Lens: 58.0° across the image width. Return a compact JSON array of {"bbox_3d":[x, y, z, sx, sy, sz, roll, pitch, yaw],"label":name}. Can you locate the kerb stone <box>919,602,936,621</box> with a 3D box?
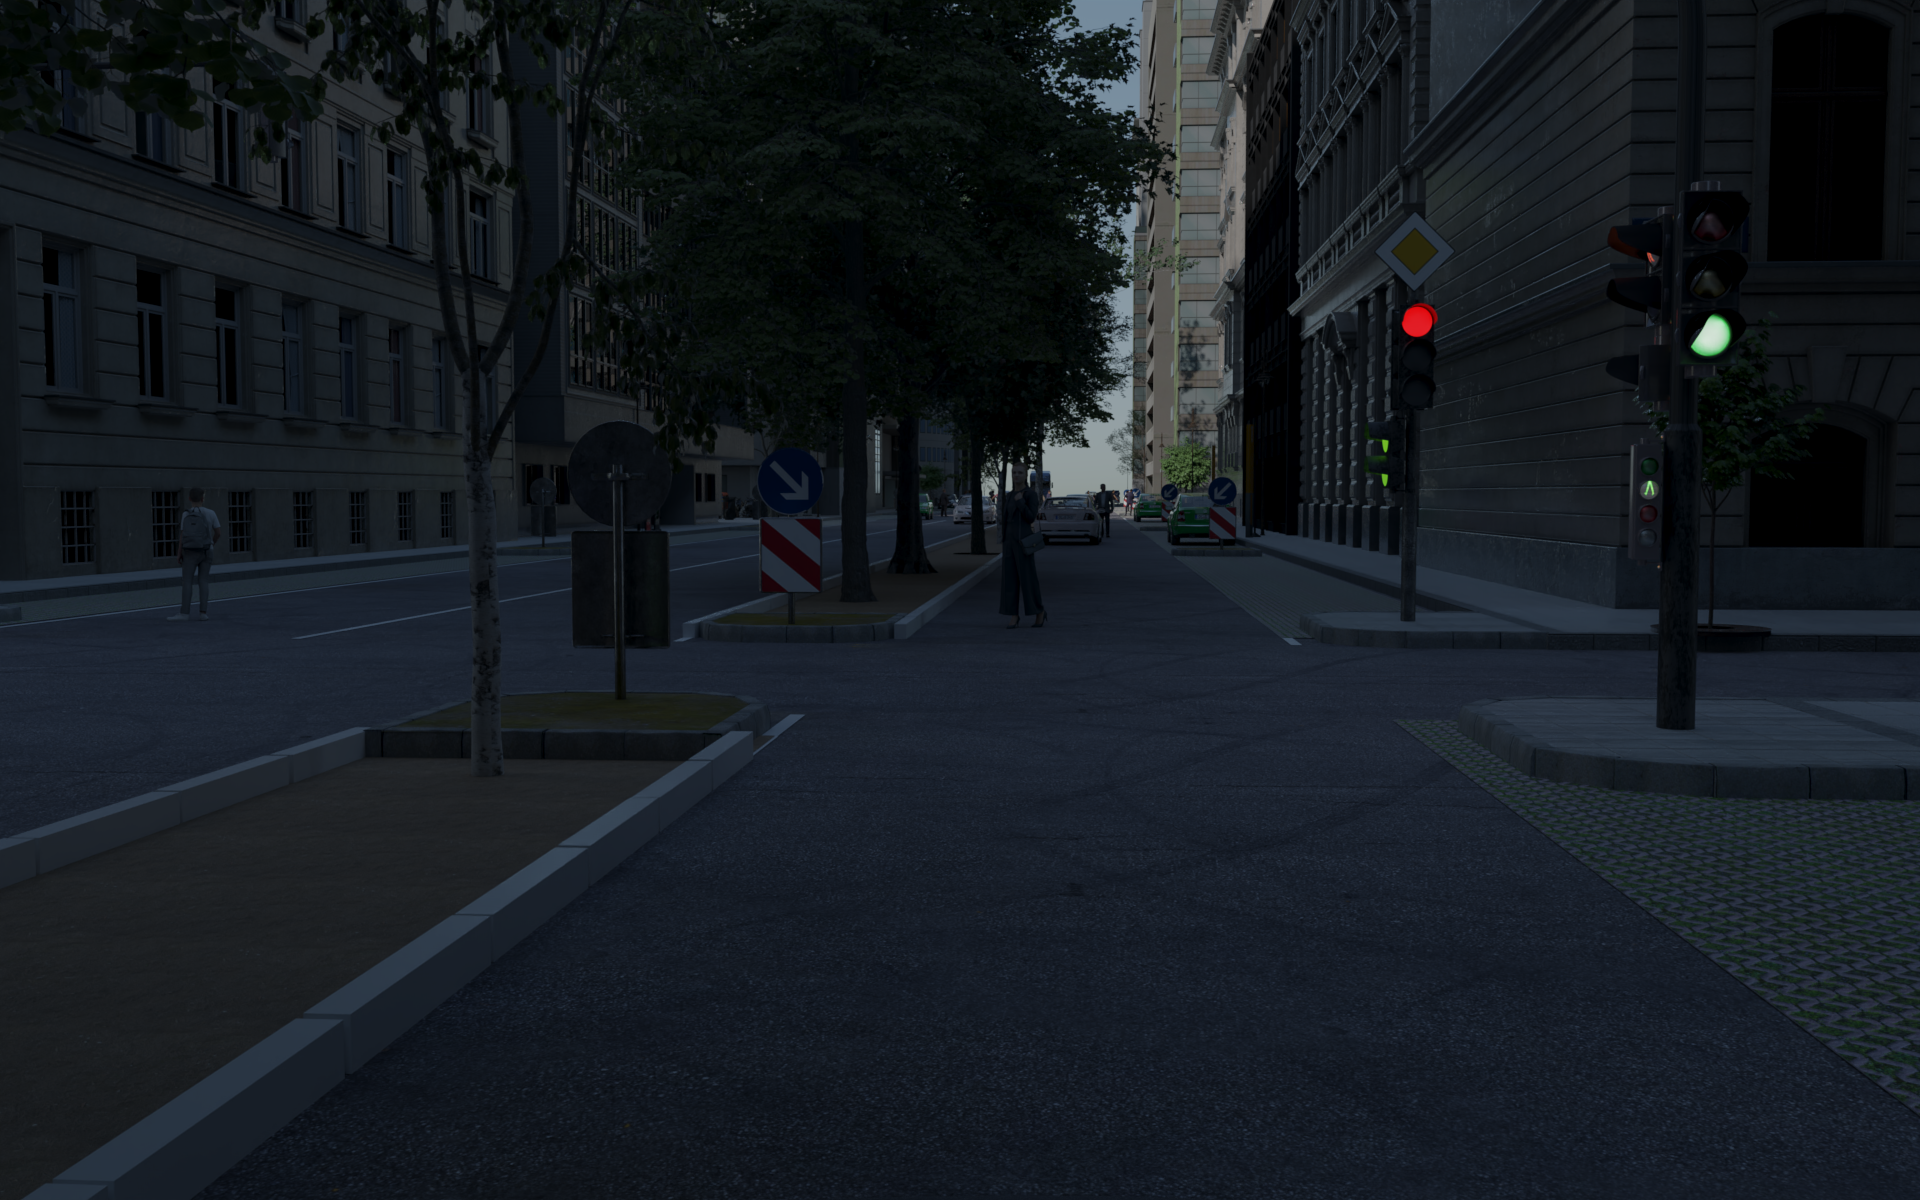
[{"bbox_3d":[-0.403,0.156,19.648,0.120,0.150,1.000,0,4,4],"label":"kerb stone"}]

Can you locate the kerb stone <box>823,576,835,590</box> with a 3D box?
[{"bbox_3d":[-2.032,-0.226,25.888,0.120,0.150,1.000,0,4,4],"label":"kerb stone"}]

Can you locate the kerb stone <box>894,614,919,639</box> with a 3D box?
[{"bbox_3d":[-0.553,0.282,17.610,0.120,0.150,1.000,0,4,4],"label":"kerb stone"}]

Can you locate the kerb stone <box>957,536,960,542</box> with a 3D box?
[{"bbox_3d":[-0.169,-1.729,50.468,0.120,0.150,1.000,0,4,4],"label":"kerb stone"}]

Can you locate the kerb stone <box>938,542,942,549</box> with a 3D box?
[{"bbox_3d":[-0.640,-1.353,44.314,0.120,0.150,1.000,0,4,4],"label":"kerb stone"}]

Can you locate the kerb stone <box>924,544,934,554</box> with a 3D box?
[{"bbox_3d":[-0.791,-1.224,42.269,0.120,0.150,1.000,0,4,4],"label":"kerb stone"}]

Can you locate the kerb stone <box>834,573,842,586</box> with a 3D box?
[{"bbox_3d":[-1.958,-0.287,26.908,0.120,0.150,1.000,0,4,4],"label":"kerb stone"}]

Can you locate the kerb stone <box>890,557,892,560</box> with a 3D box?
[{"bbox_3d":[-1.417,-0.720,34.073,0.120,0.150,1.000,0,4,4],"label":"kerb stone"}]

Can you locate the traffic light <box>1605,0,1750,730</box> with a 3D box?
[{"bbox_3d":[1.811,-2.126,9.433,4.771,5.953,1.251,0,4,4],"label":"traffic light"}]

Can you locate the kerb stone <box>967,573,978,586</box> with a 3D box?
[{"bbox_3d":[0.139,-0.281,26.791,0.120,0.150,1.000,0,4,4],"label":"kerb stone"}]

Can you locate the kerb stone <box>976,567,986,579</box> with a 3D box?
[{"bbox_3d":[0.295,-0.404,28.838,0.120,0.150,1.000,0,4,4],"label":"kerb stone"}]

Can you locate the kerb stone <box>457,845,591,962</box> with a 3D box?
[{"bbox_3d":[-1.449,1.006,5.800,0.120,0.150,1.000,0,4,4],"label":"kerb stone"}]

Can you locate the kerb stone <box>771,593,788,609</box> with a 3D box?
[{"bbox_3d":[-2.342,0.024,21.795,0.120,0.150,1.000,0,4,4],"label":"kerb stone"}]

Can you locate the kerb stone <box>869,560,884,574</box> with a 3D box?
[{"bbox_3d":[-1.573,-0.601,32.023,0.120,0.150,1.000,0,4,4],"label":"kerb stone"}]

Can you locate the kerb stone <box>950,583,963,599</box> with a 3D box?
[{"bbox_3d":[-0.095,-0.094,23.734,0.120,0.150,1.000,0,4,4],"label":"kerb stone"}]

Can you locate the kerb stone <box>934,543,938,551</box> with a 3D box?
[{"bbox_3d":[-0.715,-1.290,43.288,0.120,0.150,1.000,0,4,4],"label":"kerb stone"}]

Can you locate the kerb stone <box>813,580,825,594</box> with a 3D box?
[{"bbox_3d":[-2.112,-0.158,24.863,0.120,0.150,1.000,0,4,4],"label":"kerb stone"}]

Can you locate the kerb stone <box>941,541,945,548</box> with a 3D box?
[{"bbox_3d":[-0.562,-1.416,45.351,0.120,0.150,1.000,0,4,4],"label":"kerb stone"}]

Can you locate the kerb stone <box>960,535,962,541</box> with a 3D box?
[{"bbox_3d":[-0.100,-1.789,51.488,0.120,0.150,1.000,0,4,4],"label":"kerb stone"}]

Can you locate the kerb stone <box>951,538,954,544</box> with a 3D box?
[{"bbox_3d":[-0.334,-1.604,48.414,0.120,0.150,1.000,0,4,4],"label":"kerb stone"}]

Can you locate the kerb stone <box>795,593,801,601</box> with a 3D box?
[{"bbox_3d":[-2.271,-0.036,22.815,0.120,0.150,1.000,0,4,4],"label":"kerb stone"}]

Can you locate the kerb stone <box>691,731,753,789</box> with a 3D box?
[{"bbox_3d":[-1.216,0.815,8.869,0.120,0.150,1.000,0,4,4],"label":"kerb stone"}]

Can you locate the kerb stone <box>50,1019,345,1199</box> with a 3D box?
[{"bbox_3d":[-1.605,1.132,3.748,0.120,0.150,1.000,0,4,4],"label":"kerb stone"}]

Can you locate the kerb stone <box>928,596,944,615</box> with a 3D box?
[{"bbox_3d":[-0.325,0.093,20.672,0.120,0.150,1.000,0,4,4],"label":"kerb stone"}]

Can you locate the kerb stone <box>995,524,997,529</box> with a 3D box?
[{"bbox_3d":[1.298,-2.914,69.872,0.120,0.150,1.000,0,4,4],"label":"kerb stone"}]

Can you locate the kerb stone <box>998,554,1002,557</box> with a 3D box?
[{"bbox_3d":[0.762,-0.778,34.964,0.120,0.150,1.000,0,4,4],"label":"kerb stone"}]

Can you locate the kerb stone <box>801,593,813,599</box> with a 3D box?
[{"bbox_3d":[-2.196,-0.100,23.834,0.120,0.150,1.000,0,4,4],"label":"kerb stone"}]

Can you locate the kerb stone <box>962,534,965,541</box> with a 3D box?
[{"bbox_3d":[-0.020,-1.848,52.508,0.120,0.150,1.000,0,4,4],"label":"kerb stone"}]

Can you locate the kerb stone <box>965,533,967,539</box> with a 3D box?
[{"bbox_3d":[0.056,-1.916,53.526,0.120,0.150,1.000,0,4,4],"label":"kerb stone"}]

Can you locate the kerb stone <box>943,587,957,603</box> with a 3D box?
[{"bbox_3d":[-0.169,-0.032,22.711,0.120,0.150,1.000,0,4,4],"label":"kerb stone"}]

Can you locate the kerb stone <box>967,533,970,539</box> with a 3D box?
[{"bbox_3d":[0.130,-1.979,54.548,0.120,0.150,1.000,0,4,4],"label":"kerb stone"}]

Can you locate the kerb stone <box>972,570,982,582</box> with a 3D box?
[{"bbox_3d":[0.216,-0.343,27.810,0.120,0.150,1.000,0,4,4],"label":"kerb stone"}]

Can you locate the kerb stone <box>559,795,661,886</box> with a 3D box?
[{"bbox_3d":[-1.371,0.940,6.822,0.120,0.150,1.000,0,4,4],"label":"kerb stone"}]

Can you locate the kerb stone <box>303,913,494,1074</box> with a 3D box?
[{"bbox_3d":[-1.525,1.065,4.776,0.120,0.150,1.000,0,4,4],"label":"kerb stone"}]

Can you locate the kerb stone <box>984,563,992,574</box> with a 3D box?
[{"bbox_3d":[0.445,-0.518,30.877,0.120,0.150,1.000,0,4,4],"label":"kerb stone"}]

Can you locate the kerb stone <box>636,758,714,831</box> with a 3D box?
[{"bbox_3d":[-1.294,0.881,7.847,0.120,0.150,1.000,0,4,4],"label":"kerb stone"}]

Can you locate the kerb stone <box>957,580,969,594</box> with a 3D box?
[{"bbox_3d":[-0.007,-0.156,24.752,0.120,0.150,1.000,0,4,4],"label":"kerb stone"}]

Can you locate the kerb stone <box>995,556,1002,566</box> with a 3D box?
[{"bbox_3d":[0.679,-0.716,33.945,0.120,0.150,1.000,0,4,4],"label":"kerb stone"}]

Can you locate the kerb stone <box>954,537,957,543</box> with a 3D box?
[{"bbox_3d":[-0.255,-1.666,49.433,0.120,0.150,1.000,0,4,4],"label":"kerb stone"}]

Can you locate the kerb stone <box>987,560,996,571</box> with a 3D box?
[{"bbox_3d":[0.528,-0.594,31.900,0.120,0.150,1.000,0,4,4],"label":"kerb stone"}]

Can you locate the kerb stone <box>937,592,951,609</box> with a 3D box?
[{"bbox_3d":[-0.247,0.031,21.692,0.120,0.150,1.000,0,4,4],"label":"kerb stone"}]

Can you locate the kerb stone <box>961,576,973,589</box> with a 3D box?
[{"bbox_3d":[0.061,-0.219,25.772,0.120,0.150,1.000,0,4,4],"label":"kerb stone"}]

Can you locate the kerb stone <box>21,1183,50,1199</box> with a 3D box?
[{"bbox_3d":[-1.678,1.191,2.724,0.120,0.150,1.000,0,4,4],"label":"kerb stone"}]

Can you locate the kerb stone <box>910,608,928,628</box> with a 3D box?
[{"bbox_3d":[-0.479,0.218,18.629,0.120,0.150,1.000,0,4,4],"label":"kerb stone"}]

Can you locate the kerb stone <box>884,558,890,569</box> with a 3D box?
[{"bbox_3d":[-1.502,-0.661,33.048,0.120,0.150,1.000,0,4,4],"label":"kerb stone"}]

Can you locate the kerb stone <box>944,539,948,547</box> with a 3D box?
[{"bbox_3d":[-0.489,-1.478,46.370,0.120,0.150,1.000,0,4,4],"label":"kerb stone"}]

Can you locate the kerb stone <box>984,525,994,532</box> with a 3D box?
[{"bbox_3d":[1.139,-2.785,67.827,0.120,0.150,1.000,0,4,4],"label":"kerb stone"}]

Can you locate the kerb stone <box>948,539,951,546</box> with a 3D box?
[{"bbox_3d":[-0.407,-1.538,47.395,0.120,0.150,1.000,0,4,4],"label":"kerb stone"}]

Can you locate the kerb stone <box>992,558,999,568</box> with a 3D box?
[{"bbox_3d":[0.607,-0.655,32.926,0.120,0.150,1.000,0,4,4],"label":"kerb stone"}]

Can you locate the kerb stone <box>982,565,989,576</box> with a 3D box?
[{"bbox_3d":[0.371,-0.469,29.857,0.120,0.150,1.000,0,4,4],"label":"kerb stone"}]
